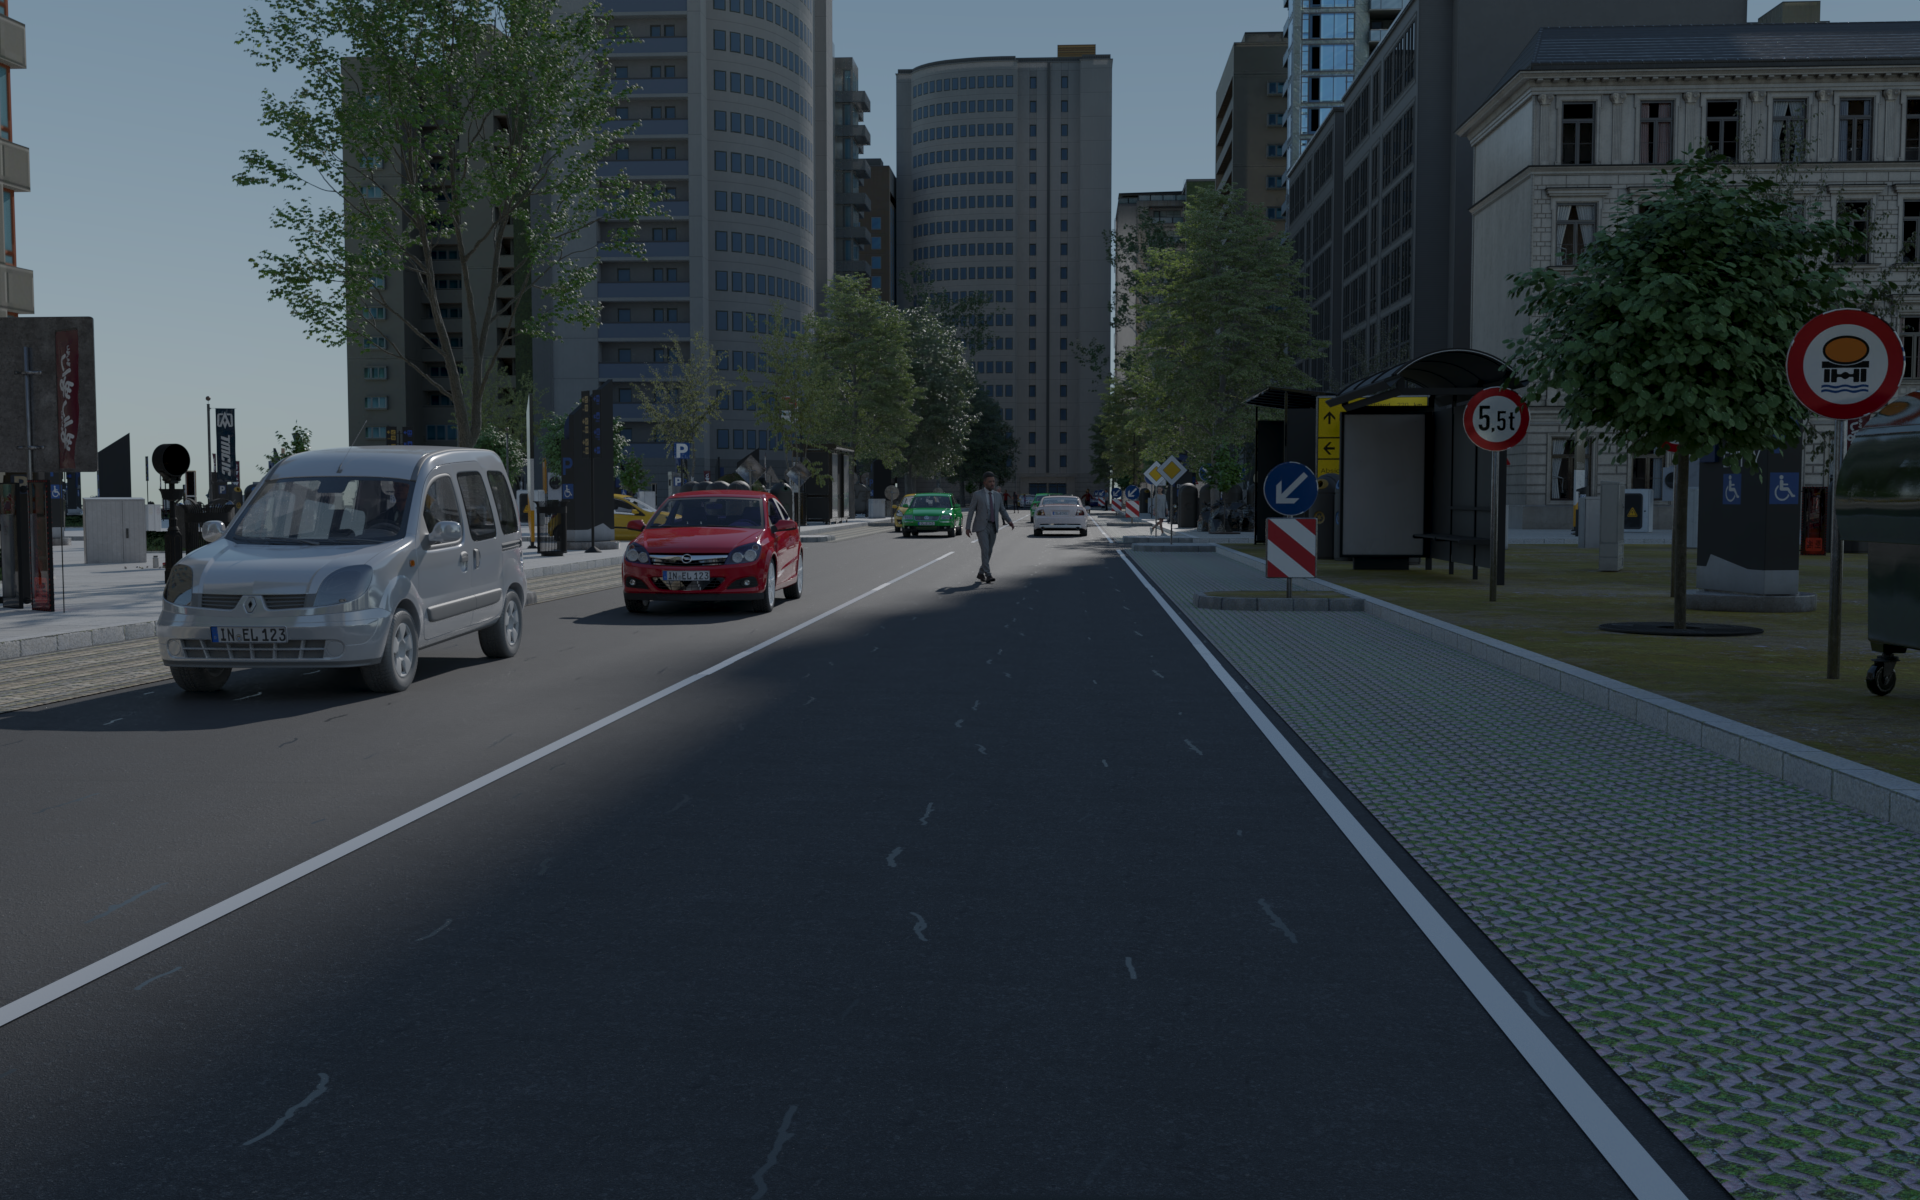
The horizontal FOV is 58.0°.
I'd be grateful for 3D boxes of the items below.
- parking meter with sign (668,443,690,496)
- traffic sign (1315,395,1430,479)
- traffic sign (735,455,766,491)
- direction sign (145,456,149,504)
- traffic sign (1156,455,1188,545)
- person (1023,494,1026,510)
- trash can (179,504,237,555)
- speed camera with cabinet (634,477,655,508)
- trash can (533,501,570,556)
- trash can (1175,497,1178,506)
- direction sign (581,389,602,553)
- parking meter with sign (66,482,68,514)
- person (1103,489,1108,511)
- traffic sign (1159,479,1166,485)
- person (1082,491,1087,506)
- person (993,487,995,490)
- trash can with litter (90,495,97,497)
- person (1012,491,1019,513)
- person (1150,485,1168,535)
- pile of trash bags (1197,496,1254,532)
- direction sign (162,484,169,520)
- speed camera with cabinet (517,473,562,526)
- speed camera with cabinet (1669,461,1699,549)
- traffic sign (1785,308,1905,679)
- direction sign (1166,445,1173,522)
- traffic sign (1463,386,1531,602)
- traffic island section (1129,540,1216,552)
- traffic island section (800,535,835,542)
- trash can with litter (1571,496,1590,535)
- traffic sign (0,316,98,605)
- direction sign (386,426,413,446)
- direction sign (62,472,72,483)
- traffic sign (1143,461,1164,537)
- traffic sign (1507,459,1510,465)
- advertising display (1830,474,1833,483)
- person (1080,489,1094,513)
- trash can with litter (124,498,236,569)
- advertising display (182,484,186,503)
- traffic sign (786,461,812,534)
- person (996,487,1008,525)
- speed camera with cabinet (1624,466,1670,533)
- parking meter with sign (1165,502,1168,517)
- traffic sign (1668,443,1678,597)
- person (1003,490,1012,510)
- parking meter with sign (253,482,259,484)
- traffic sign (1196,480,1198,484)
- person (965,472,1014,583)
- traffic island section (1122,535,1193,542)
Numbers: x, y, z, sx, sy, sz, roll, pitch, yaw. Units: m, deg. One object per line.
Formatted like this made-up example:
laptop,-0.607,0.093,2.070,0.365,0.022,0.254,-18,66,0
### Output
parking meter with sign,-9.730,-3.868,59.511,0.543,3.016,1.738,-1,4,-21
traffic sign,8.483,-2.558,35.703,2.265,3.308,0.079,1,4,12
traffic sign,-5.398,-2.511,44.692,0.795,2.450,0.064,0,4,4
direction sign,-48.565,-6.821,103.514,0.379,3.537,0.876,-2,4,-34
traffic sign,5.373,-2.467,43.983,0.795,2.450,0.064,0,4,4
person,5.954,-8.911,157.413,0.599,1.433,0.991,0,4,1
trash can,-10.513,-0.770,24.240,0.748,1.137,0.748,0,3,0
speed camera with cabinet,-19.319,-6.745,104.612,0.660,3.252,2.038,2,4,32
trash can,-8.433,-1.476,35.784,0.748,1.137,0.748,0,3,0
trash can,11.335,-4.706,88.594,0.748,1.137,0.748,0,3,0
direction sign,-8.040,-2.804,37.845,0.379,3.537,0.876,-3,4,-39
parking meter with sign,-59.194,-7.210,114.145,1.738,3.016,0.543,2,4,26
person,12.233,-8.354,145.075,0.705,1.826,1.348,0,4,-7
traffic sign,9.998,-5.166,86.598,0.606,2.300,0.079,1,4,13
person,13.916,-11.119,190.393,1.348,1.812,0.705,2,4,29
person,1.357,-3.895,72.575,0.661,1.777,0.834,1,4,9
trash can with litter,-58.977,-6.596,118.908,1.678,1.210,2.233,3,5,43
person,4.136,-7.255,128.586,0.415,1.643,0.593,3,5,39
person,6.802,-3.061,59.302,0.760,1.731,0.466,2,4,35
pile of trash bags,9.865,-3.011,58.981,3.447,1.369,1.912,0,4,-2
direction sign,-39.883,-5.806,86.919,0.379,3.537,0.876,-1,4,-19
speed camera with cabinet,-16.856,-4.623,69.926,2.038,3.252,0.660,1,4,13
speed camera with cabinet,17.556,-2.869,41.237,0.660,3.252,2.038,2,4,35
traffic sign,6.070,-0.725,11.961,0.768,2.556,0.104,1,4,9
direction sign,9.564,-5.309,78.794,0.379,3.537,0.876,1,4,20
traffic sign,6.367,-1.254,20.614,0.768,2.556,0.104,1,4,13
traffic island section,5.397,-1.332,44.059,2.009,0.180,2.903,0,4,4
traffic island section,-4.911,-1.862,52.724,2.009,0.180,2.903,0,4,4
trash can with litter,19.998,-2.646,54.318,2.233,1.210,1.678,-3,5,-40
traffic sign,-11.035,-1.596,19.967,2.265,3.308,0.079,0,4,5
direction sign,-18.798,-4.048,58.178,0.876,3.537,0.379,-2,4,-30
direction sign,-47.172,-6.072,91.278,0.379,3.537,0.876,1,4,20
traffic sign,5.884,-2.955,51.952,0.795,2.450,0.064,0,4,4
traffic sign,9.696,-1.957,32.006,0.884,2.594,0.081,0,4,7
advertising display,28.972,-3.170,57.045,0.974,1.923,0.123,-2,4,-30
person,9.516,-7.382,129.158,1.348,1.831,0.705,3,5,42
trash can with litter,-13.192,-1.158,29.993,2.233,1.210,1.678,1,4,23
advertising display,-51.693,-6.762,115.777,0.123,1.923,0.974,0,4,-2
traffic sign,-4.887,-2.998,52.661,0.795,2.450,0.064,0,4,4
person,1.807,-4.284,78.949,0.834,1.777,0.661,3,5,40
speed camera with cabinet,22.764,-3.826,56.884,2.038,3.252,0.660,2,4,35
parking meter with sign,12.162,-6.124,96.392,1.738,3.016,0.543,0,4,-6
traffic sign,8.880,-1.306,21.466,0.768,2.556,0.104,1,4,12
person,4.134,-9.094,157.121,1.348,1.831,0.705,2,4,29
parking meter with sign,-43.492,-6.804,107.512,1.738,3.016,0.543,0,4,-5
traffic sign,12.715,-5.843,95.540,0.884,2.594,0.081,1,4,9
person,0.446,-1.178,28.038,0.678,1.792,0.850,-2,4,-27
traffic island section,5.908,-1.819,52.028,2.009,0.180,2.903,0,4,4
